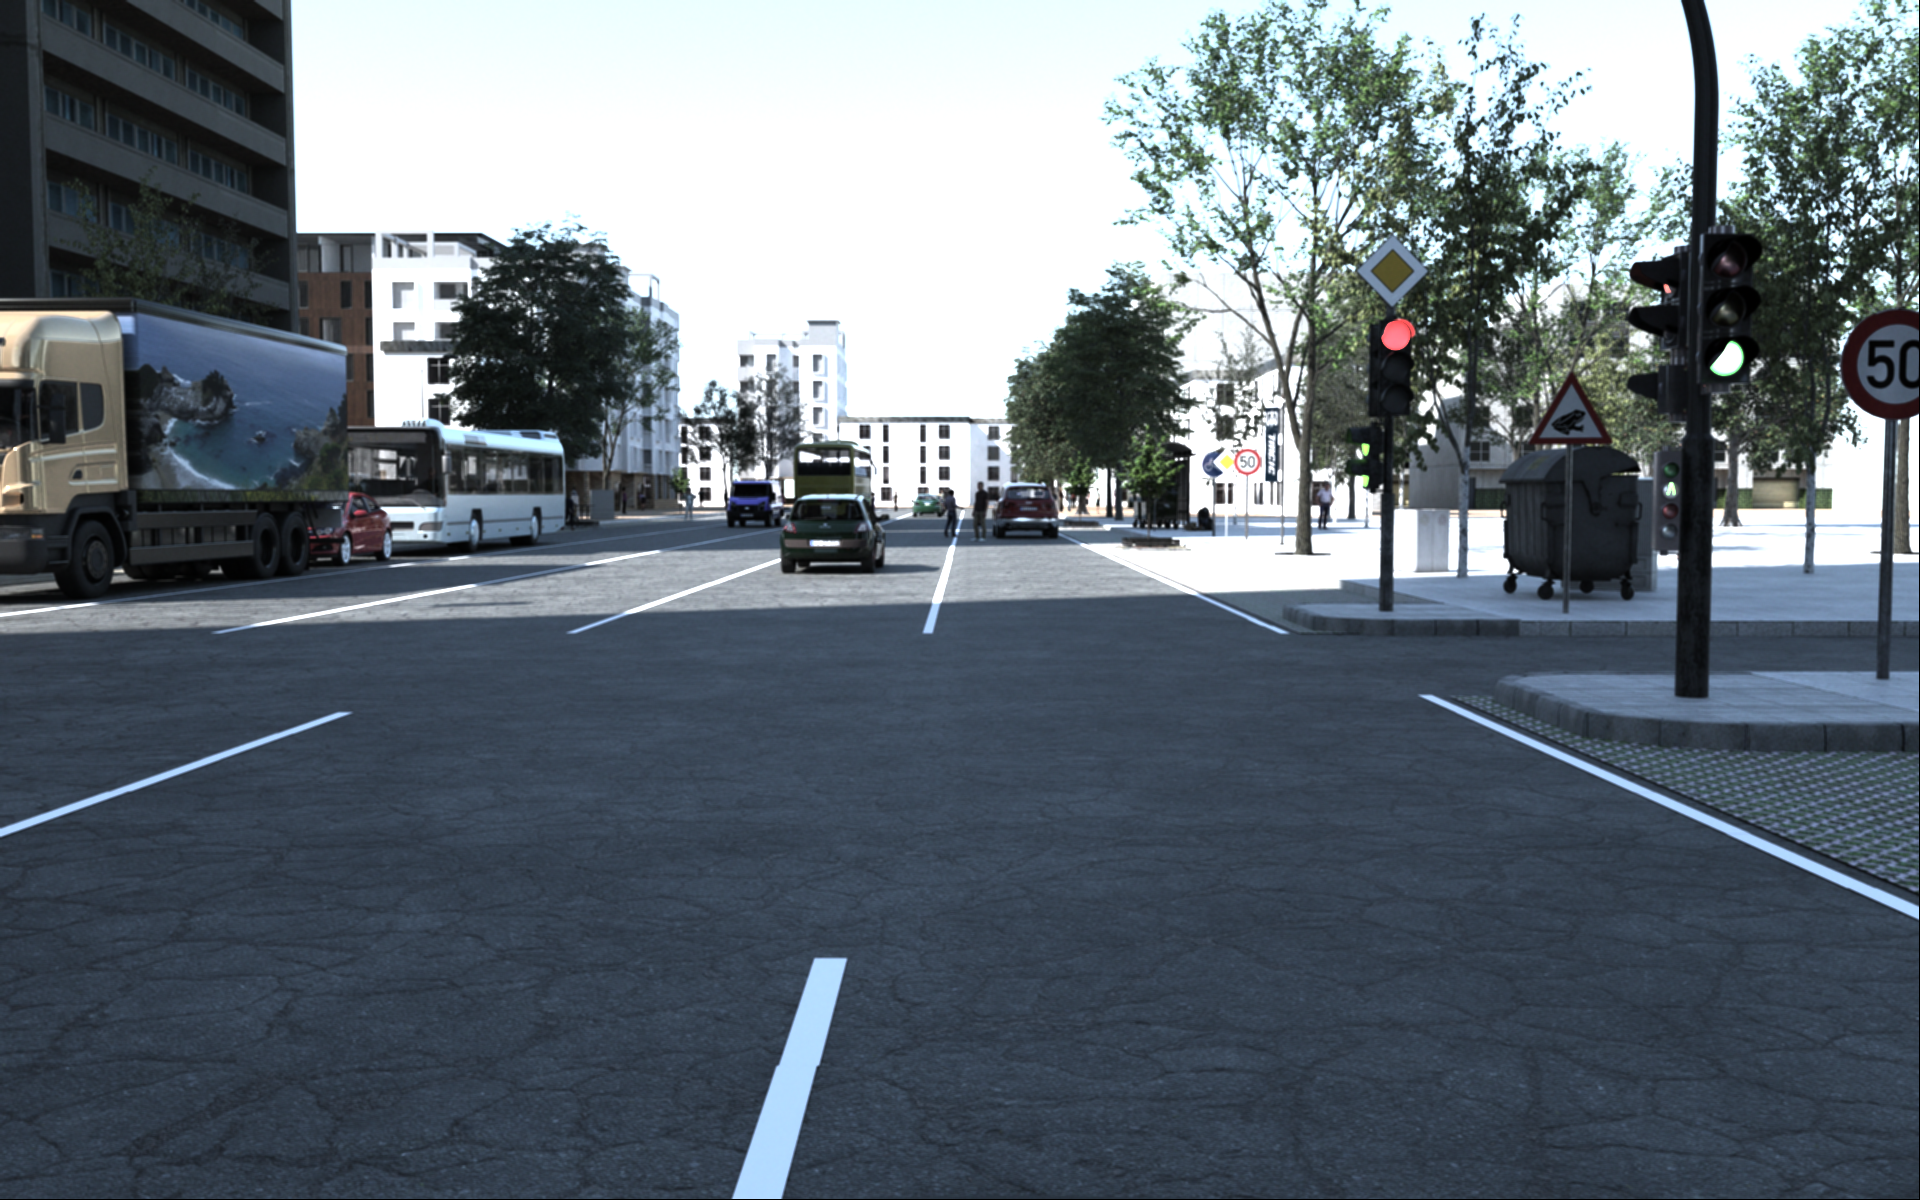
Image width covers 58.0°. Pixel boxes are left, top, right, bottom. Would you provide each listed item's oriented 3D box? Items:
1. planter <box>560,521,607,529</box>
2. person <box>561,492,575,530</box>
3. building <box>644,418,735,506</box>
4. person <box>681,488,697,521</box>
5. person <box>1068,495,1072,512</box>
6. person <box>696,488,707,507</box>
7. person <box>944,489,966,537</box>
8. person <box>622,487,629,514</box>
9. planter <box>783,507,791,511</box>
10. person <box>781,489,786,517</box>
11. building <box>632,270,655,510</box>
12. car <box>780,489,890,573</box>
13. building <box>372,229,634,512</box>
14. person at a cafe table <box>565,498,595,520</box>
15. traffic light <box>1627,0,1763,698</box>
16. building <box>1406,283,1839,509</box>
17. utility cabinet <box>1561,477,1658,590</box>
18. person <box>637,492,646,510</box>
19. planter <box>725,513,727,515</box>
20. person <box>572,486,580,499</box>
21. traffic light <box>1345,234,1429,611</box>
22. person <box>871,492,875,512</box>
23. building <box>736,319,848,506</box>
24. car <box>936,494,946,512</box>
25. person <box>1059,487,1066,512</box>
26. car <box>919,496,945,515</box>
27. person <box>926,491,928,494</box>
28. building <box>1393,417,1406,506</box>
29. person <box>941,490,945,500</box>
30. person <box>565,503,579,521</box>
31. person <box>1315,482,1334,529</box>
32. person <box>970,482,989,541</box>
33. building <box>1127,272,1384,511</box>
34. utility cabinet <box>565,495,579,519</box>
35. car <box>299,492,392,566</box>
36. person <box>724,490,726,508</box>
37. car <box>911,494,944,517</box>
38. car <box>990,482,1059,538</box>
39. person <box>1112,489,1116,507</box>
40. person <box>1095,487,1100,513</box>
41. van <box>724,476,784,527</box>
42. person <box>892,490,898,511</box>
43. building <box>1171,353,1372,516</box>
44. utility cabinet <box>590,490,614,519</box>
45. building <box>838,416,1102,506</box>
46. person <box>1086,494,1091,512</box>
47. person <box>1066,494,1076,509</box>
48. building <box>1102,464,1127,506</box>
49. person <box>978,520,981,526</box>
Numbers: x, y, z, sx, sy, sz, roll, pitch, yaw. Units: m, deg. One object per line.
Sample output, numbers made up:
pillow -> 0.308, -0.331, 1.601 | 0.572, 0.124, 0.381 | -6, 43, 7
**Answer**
planter -> -15.647, -3.073, 71.385 | 1.991, 0.319, 1.994 | 0, 4, 0
person -> -15.543, -3.522, 68.624 | 0.613, 1.512, 0.480 | 0, 4, 2
building -> -39.320, -15.246, 191.423 | 28.070, 9.664, 9.099 | 0, 4, 0
person -> -14.171, -4.979, 90.636 | 0.841, 1.734, 0.376 | -1, 4, -15
person -> 8.037, -7.359, 126.440 | 0.705, 1.814, 1.350 | 0, 4, 3
person -> -25.262, -9.991, 169.021 | 1.348, 1.869, 0.705 | -2, 4, -24
person -> -0.262, -2.889, 57.698 | 0.963, 1.587, 0.435 | 3, 5, 41
person -> -21.793, -6.489, 112.817 | 0.721, 1.739, 1.217 | 0, 4, 5
planter -> -15.268, -7.798, 148.635 | 1.991, 0.319, 1.994 | 0, 4, 0
person -> -11.447, -6.198, 110.524 | 0.721, 1.739, 1.217 | 2, 4, 26
building -> -34.184, -17.399, 140.895 | 16.016, 20.091, 11.380 | 0, 4, 0
car -> -2.369, -1.408, 32.814 | 2.009, 1.686, 4.222 | 0, 4, 1
building -> -33.584, -16.634, 128.392 | 16.016, 20.091, 11.380 | 0, 4, 0
person at a cafe table -> -19.348, -4.614, 86.297 | 1.698, 1.238, 1.726 | 1, 4, 11
traffic light -> 2.526, -2.208, 10.771 | 4.771, 5.953, 1.251 | 0, 4, 0
building -> 57.903, -17.584, 153.955 | 31.486, 18.905, 16.747 | 0, 4, 0
utility cabinet -> 8.682, -0.885, 23.155 | 1.173, 1.500, 0.318 | 3, 4, 36
person -> -24.908, -7.713, 135.381 | 0.697, 1.427, 0.421 | 0, 4, 8
planter -> -15.408, -6.150, 121.692 | 1.991, 0.319, 1.994 | 0, 4, 0
person -> -24.219, -6.287, 108.924 | 0.705, 1.814, 1.350 | -2, 4, -32
traffic light -> 4.657, -1.833, 18.887 | 0.839, 4.253, 0.868 | 0, 4, 0
person -> -4.631, -4.816, 89.608 | 0.546, 1.535, 0.453 | -2, 4, -25
building -> -18.716, -20.646, 193.989 | 11.380, 20.091, 16.016 | 0, 4, 0
car -> -1.939, -7.742, 136.798 | 2.015, 1.641, 3.980 | 0, 3, 0
person -> 7.256, -7.099, 122.638 | 0.721, 1.766, 1.217 | 1, 4, 21
car -> -1.930, -6.448, 118.005 | 1.945, 1.354, 3.894 | 0, 4, -1
person -> -2.800, -8.579, 149.556 | 1.217, 1.735, 0.721 | -3, 5, -42
building -> 59.007, -20.037, 194.065 | 31.486, 18.905, 16.747 | 0, 4, 0
person -> -1.353, -7.220, 127.336 | 0.721, 1.735, 1.217 | 1, 4, 10
person -> -18.099, -4.092, 80.872 | 0.347, 0.859, 0.695 | 2, 4, 24
person -> 13.305, -3.427, 63.011 | 0.756, 1.711, 0.436 | -1, 4, -8
person -> 0.594, -2.703, 52.830 | 0.434, 1.807, 0.598 | -2, 4, -33
building -> 24.023, -17.137, 146.649 | 16.747, 18.905, 31.486 | 0, 4, 0
utility cabinet -> -19.806, -4.717, 88.280 | 0.306, 1.237, 1.020 | 1, 4, 19
car -> -13.108, -1.628, 35.650 | 2.155, 1.783, 4.494 | 0, 4, -2
person -> -22.414, -9.664, 164.765 | 0.721, 1.735, 1.217 | 0, 4, -6
car -> -2.054, -5.949, 109.067 | 2.131, 1.459, 4.920 | 0, 4, -1
car -> 2.151, -3.002, 57.760 | 2.281, 1.827, 5.304 | 0, 4, -1
person -> 15.111, -9.945, 169.320 | 0.621, 1.740, 0.551 | -1, 4, -17
person -> 9.325, -6.667, 115.830 | 0.721, 1.735, 1.217 | 0, 4, 5
van -> -9.089, -4.430, 76.810 | 2.240, 2.365, 5.245 | 0, 4, 1
person -> -5.446, -8.296, 144.851 | 0.721, 1.735, 1.217 | -1, 4, -21
building -> 20.244, -10.692, 116.953 | 9.099, 9.664, 28.070 | 0, 4, 0
utility cabinet -> -18.130, -4.835, 87.727 | 1.173, 1.500, 0.318 | -2, 4, -28
building -> 0.992, -15.214, 190.898 | 28.070, 9.664, 9.099 | 0, 4, 0
person -> 9.379, -7.199, 126.937 | 0.799, 1.438, 0.628 | 3, 4, 37
person -> 9.844, -8.813, 150.105 | 1.348, 1.831, 0.705 | 1, 4, 16
building -> 29.209, -15.175, 190.254 | 28.070, 9.664, 9.099 | 0, 4, 0
person -> 0.947, -4.065, 78.195 | 0.697, 1.427, 0.421 | -3, 4, -36
